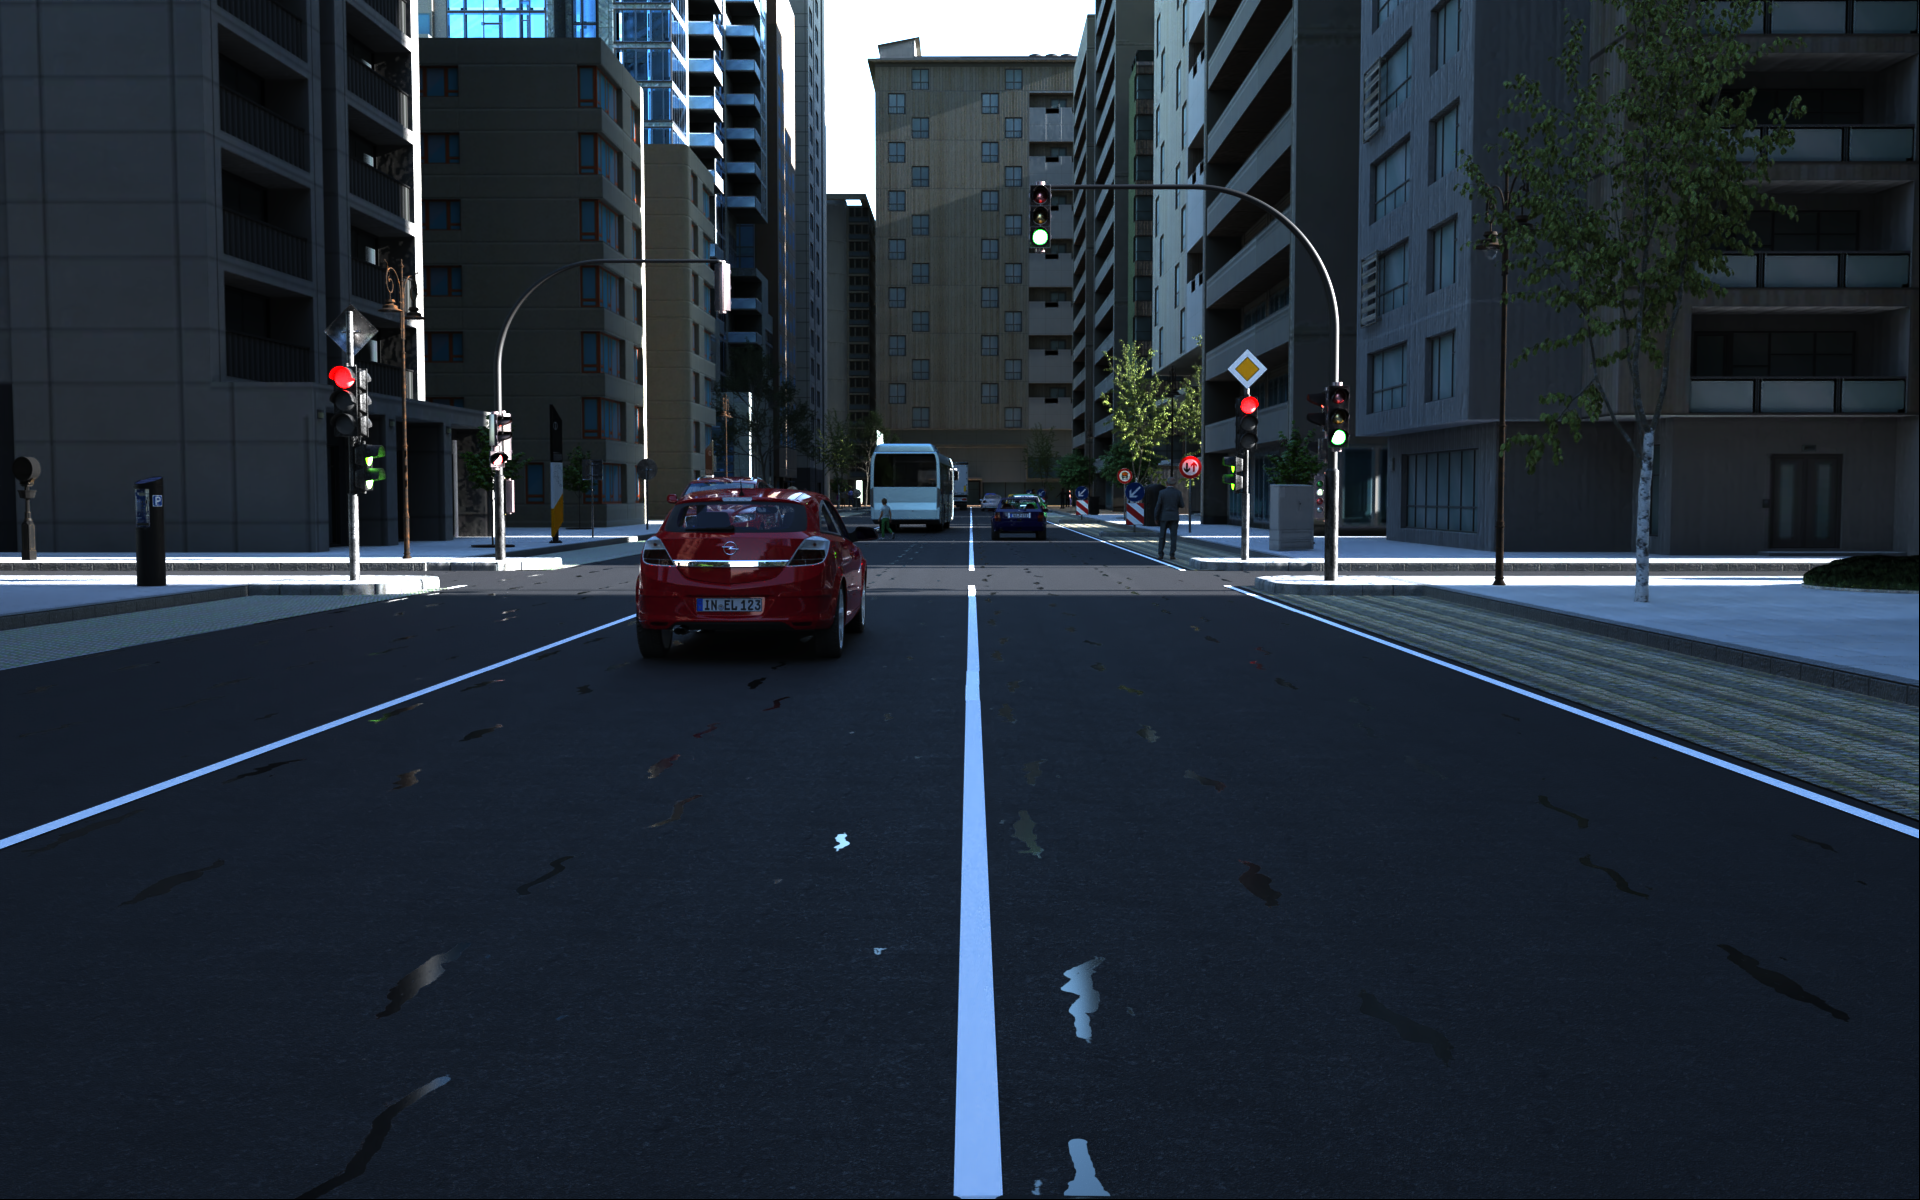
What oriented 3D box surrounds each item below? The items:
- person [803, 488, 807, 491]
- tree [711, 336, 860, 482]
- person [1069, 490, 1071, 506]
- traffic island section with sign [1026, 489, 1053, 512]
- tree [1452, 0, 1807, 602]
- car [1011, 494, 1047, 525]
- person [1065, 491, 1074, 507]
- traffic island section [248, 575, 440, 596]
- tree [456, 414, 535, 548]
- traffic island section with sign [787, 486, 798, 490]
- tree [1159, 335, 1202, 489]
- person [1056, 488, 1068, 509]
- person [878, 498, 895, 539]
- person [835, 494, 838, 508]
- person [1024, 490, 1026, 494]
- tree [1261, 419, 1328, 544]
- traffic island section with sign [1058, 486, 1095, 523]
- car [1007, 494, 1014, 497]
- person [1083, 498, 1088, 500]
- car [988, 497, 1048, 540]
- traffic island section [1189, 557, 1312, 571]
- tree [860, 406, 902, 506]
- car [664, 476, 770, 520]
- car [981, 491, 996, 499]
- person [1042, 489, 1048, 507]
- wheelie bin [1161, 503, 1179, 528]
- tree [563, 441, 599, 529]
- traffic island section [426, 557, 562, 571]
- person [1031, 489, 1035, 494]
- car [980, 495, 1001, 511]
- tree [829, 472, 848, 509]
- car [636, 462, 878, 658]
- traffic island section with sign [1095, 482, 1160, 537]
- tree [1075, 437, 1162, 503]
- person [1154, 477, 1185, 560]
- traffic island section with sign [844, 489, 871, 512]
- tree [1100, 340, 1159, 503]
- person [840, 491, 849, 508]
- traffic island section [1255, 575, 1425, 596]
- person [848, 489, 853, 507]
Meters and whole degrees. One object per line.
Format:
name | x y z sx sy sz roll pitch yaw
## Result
person | -11.437 -7.431 128.202 0.551 1.740 0.621 0 4 2
tree | -11.678 -10.275 102.406 7.601 10.594 8.767 2 4 30
person | 11.640 -10.842 184.241 0.436 1.711 0.756 -1 4 -17
traffic island section with sign | 6.211 -7.756 135.434 1.989 1.847 2.006 0 4 0
tree | 8.121 -4.296 20.601 4.737 8.622 4.395 0 3 0
car | 2.962 -4.109 78.984 2.131 1.459 4.920 0 4 -1
person | 10.545 -10.019 169.993 1.348 1.807 0.705 2 4 26
traffic island section | -9.027 -0.215 25.792 2.009 0.180 2.903 0 4 0
tree | -11.415 -2.892 41.889 1.663 3.219 1.824 0 3 0
traffic island section with sign | -8.321 -4.743 86.183 1.989 1.847 2.006 0 4 0
tree | 11.314 -7.739 76.887 4.737 8.622 4.395 0 3 0
person | 9.060 -9.011 153.400 1.348 1.821 0.705 -3 4 -37
person | -2.321 -2.565 54.687 0.590 1.304 0.306 3 4 38
person | -11.133 -9.032 156.945 0.599 1.433 0.991 -2 4 -24
person | 5.736 -8.698 151.240 1.217 1.766 0.721 3 5 39
tree | 8.602 -3.064 44.697 1.663 3.219 1.824 0 3 0
traffic island section with sign | 5.896 -4.728 85.939 1.989 1.847 2.006 0 4 0
car | 3.328 -5.420 98.845 2.015 1.641 3.980 0 4 1
person | 10.437 -8.520 145.798 0.568 1.767 0.683 2 4 32
car | 1.857 -2.617 55.373 1.945 1.354 3.894 0 4 1
traffic island section | 5.564 -0.697 33.681 2.009 0.180 2.903 0 4 0
tree | -9.716 -15.262 183.940 7.601 10.594 8.767 1 4 10
car | -5.060 -1.757 37.401 2.281 1.827 5.304 0 4 1
car | 3.179 -10.432 180.159 1.945 1.707 3.694 0 4 1
person | 8.432 -10.123 172.112 0.434 1.755 0.990 -2 4 -28
wheelie bin | 7.929 -3.515 65.379 0.693 1.594 0.980 0 4 1
tree | -13.795 -4.199 63.249 1.663 3.219 1.824 0 3 0
traffic island section | -8.977 -0.703 33.777 2.009 0.180 2.903 0 4 0
person | 5.642 -7.580 132.390 0.705 1.831 1.348 3 5 43
car | 2.691 -8.120 145.120 2.083 1.381 4.827 0 4 -1
tree | -10.789 -9.745 153.937 1.663 3.219 1.824 0 3 0
car | -1.895 -0.465 16.649 2.155 1.783 4.494 0 4 1
traffic island section with sign | 5.725 -3.048 58.463 1.989 1.847 2.006 0 4 0
tree | 8.991 -6.599 91.614 4.285 4.588 4.351 0 3 0
person | 4.570 -1.785 37.866 0.661 1.801 0.590 0 4 1
traffic island section with sign | -8.001 -7.762 135.532 1.989 1.847 2.006 0 4 0
tree | 8.501 -8.063 82.199 4.737 8.622 4.395 0 3 0
person | -11.083 -9.662 164.025 1.348 1.824 0.705 1 4 22
traffic island section | 5.514 -0.209 25.696 2.009 0.180 2.903 0 4 0
person | -10.948 -10.276 173.916 0.709 1.838 0.599 0 4 -5
